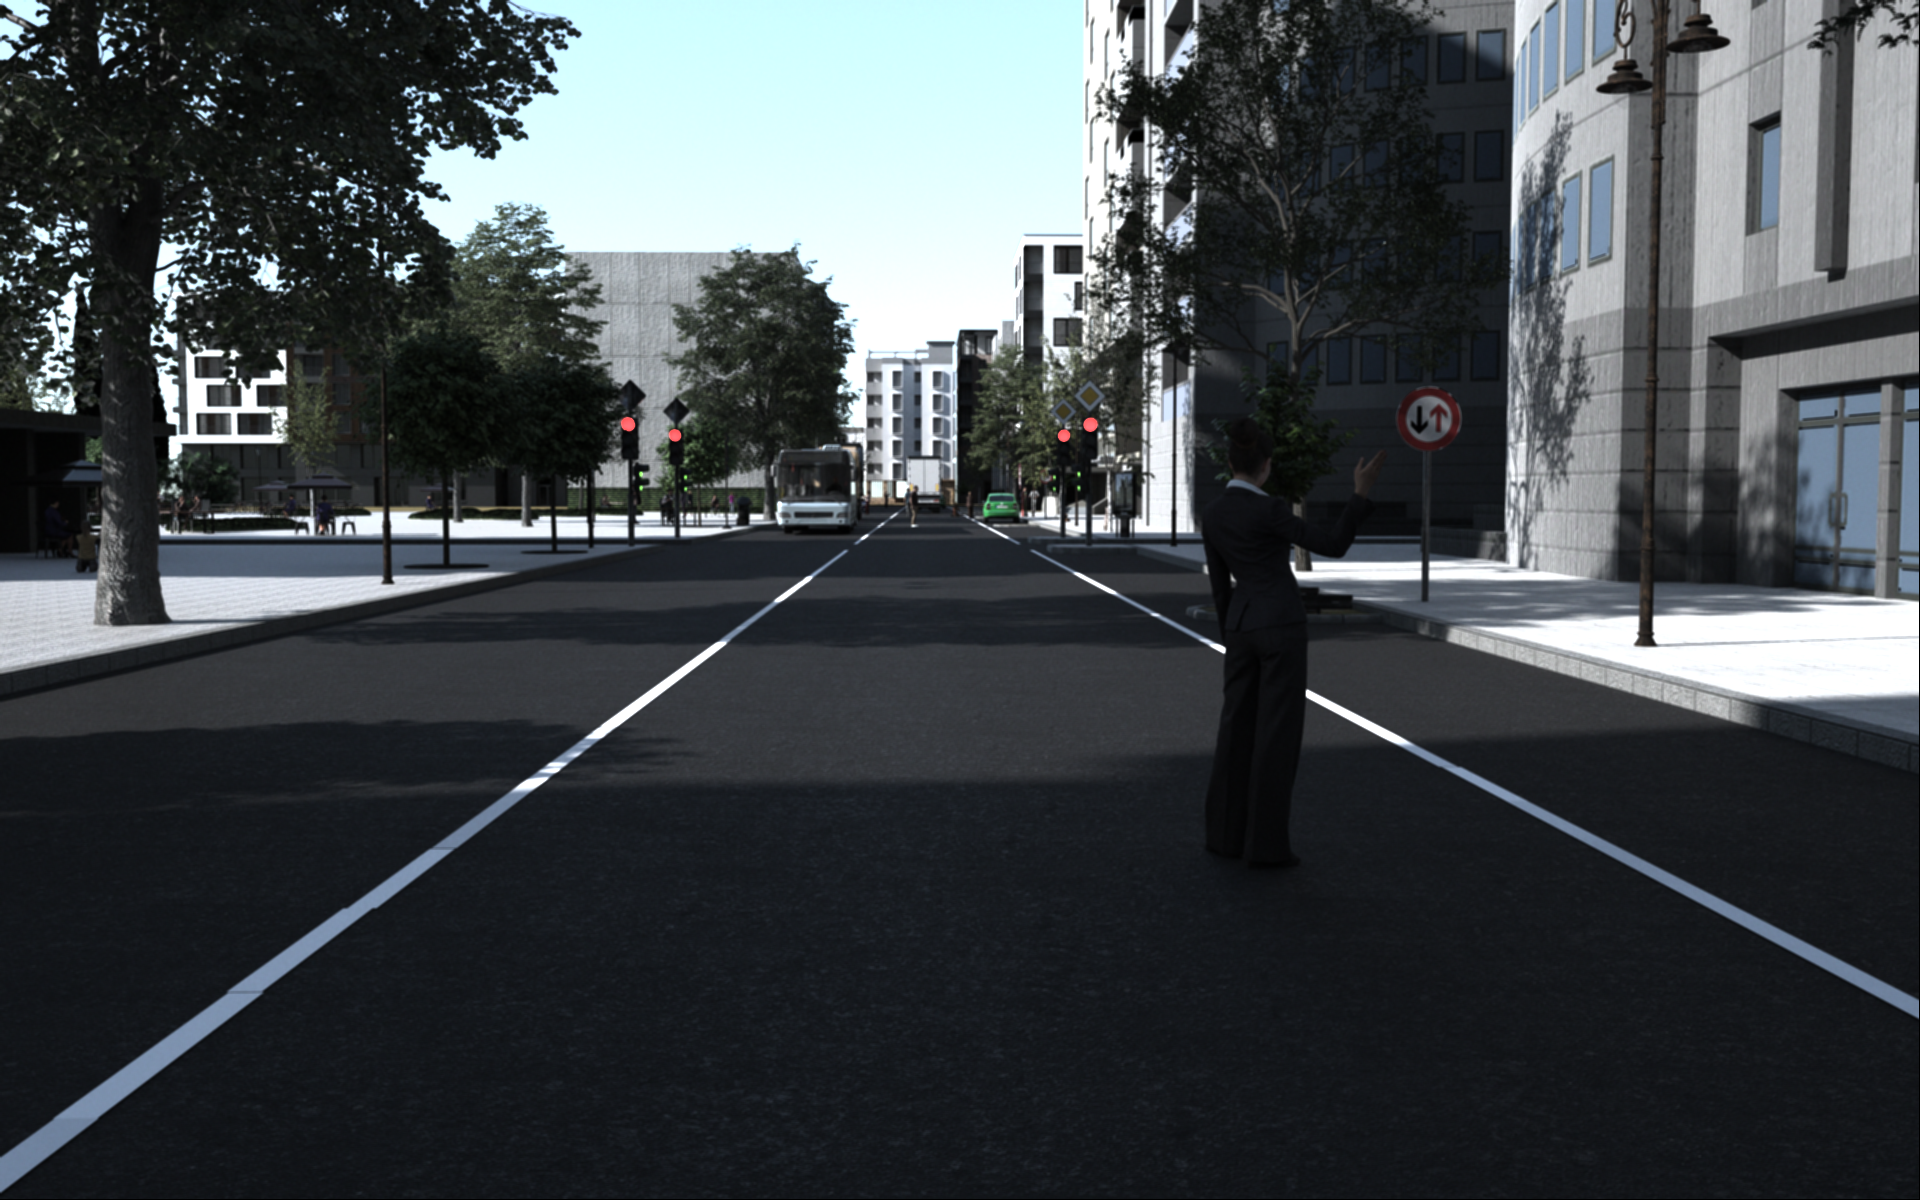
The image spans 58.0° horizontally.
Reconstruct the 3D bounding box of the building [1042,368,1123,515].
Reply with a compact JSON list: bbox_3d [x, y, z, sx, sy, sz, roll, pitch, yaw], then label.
[{"bbox_3d":[22.006,-25.813,113.923,32.217,40.220,23.993,0,4,-1],"label":"building"}]

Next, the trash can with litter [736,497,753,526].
[{"bbox_3d":[-8.817,-3.628,70.704,0.624,1.170,1.055,0,4,1],"label":"trash can with litter"}]

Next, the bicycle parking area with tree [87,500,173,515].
[{"bbox_3d":[-49.630,-6.967,100.907,8.231,4.147,9.016,1,4,16],"label":"bicycle parking area with tree"}]

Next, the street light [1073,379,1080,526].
[{"bbox_3d":[4.699,-5.921,69.595,0.468,5.910,1.993,0,4,-1],"label":"street light"}]

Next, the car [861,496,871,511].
[{"bbox_3d":[-7.714,-7.211,130.474,1.945,1.354,3.894,0,4,-3],"label":"car"}]

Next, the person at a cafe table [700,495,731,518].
[{"bbox_3d":[-13.473,-5.170,95.389,1.698,1.238,1.726,0,4,-8],"label":"person at a cafe table"}]

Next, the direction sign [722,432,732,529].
[{"bbox_3d":[-8.639,-4.410,64.100,0.379,3.537,0.876,0,4,-1],"label":"direction sign"}]

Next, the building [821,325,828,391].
[{"bbox_3d":[-20.448,-18.819,164.117,16.016,20.091,11.380,0,4,-1],"label":"building"}]

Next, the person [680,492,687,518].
[{"bbox_3d":[-14.942,-5.300,93.617,0.530,1.710,0.541,2,4,35],"label":"person"}]

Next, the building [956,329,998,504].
[{"bbox_3d":[16.022,-23.343,225.624,32.646,21.610,27.936,0,4,-1],"label":"building"}]

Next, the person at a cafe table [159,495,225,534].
[{"bbox_3d":[-25.054,-2.774,56.213,1.698,1.238,1.726,-3,5,-43],"label":"person at a cafe table"}]

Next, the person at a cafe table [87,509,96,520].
[{"bbox_3d":[-32.345,-3.150,62.365,1.698,1.238,1.726,3,5,43],"label":"person at a cafe table"}]

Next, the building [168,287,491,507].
[{"bbox_3d":[-63.121,-20.843,184.762,32.646,21.610,27.936,0,4,-1],"label":"building"}]

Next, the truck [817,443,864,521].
[{"bbox_3d":[-6.722,-6.600,96.821,2.839,4.237,11.283,0,4,-2],"label":"truck"}]

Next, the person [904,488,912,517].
[{"bbox_3d":[-3.195,-6.073,107.917,0.598,1.807,0.434,-1,4,-10],"label":"person"}]

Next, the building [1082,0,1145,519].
[{"bbox_3d":[20.839,-30.494,87.815,28.713,52.752,27.495,0,4,-1],"label":"building"}]

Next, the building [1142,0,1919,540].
[{"bbox_3d":[21.712,-31.733,60.832,28.212,58.520,21.231,0,4,-1],"label":"building"}]

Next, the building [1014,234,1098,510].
[{"bbox_3d":[18.563,-18.891,152.842,27.936,21.610,32.646,0,4,-1],"label":"building"}]

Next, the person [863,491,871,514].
[{"bbox_3d":[-6.611,-6.875,122.371,0.517,1.644,0.566,-3,5,-42],"label":"person"}]

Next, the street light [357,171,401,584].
[{"bbox_3d":[-8.163,-3.165,24.531,0.468,5.910,1.993,0,4,-1],"label":"street light"}]

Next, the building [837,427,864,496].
[{"bbox_3d":[-26.035,-16.792,216.702,28.070,9.664,9.099,0,4,-1],"label":"building"}]

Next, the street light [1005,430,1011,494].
[{"bbox_3d":[3.516,-9.344,125.561,0.468,5.910,1.993,0,4,-1],"label":"street light"}]

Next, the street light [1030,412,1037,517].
[{"bbox_3d":[4.137,-7.632,97.578,0.468,5.910,1.993,0,4,-1],"label":"street light"}]

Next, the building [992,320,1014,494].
[{"bbox_3d":[12.417,-19.471,184.809,16.747,18.905,31.486,0,4,-1],"label":"building"}]

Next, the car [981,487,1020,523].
[{"bbox_3d":[2.040,-4.720,85.973,1.959,1.807,4.718,0,4,0],"label":"car"}]

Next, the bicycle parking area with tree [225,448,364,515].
[{"bbox_3d":[-42.826,-7.562,110.639,9.016,4.147,8.231,2,4,31],"label":"bicycle parking area with tree"}]

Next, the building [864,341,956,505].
[{"bbox_3d":[-6.378,-22.224,219.785,11.380,20.091,16.016,0,4,-1],"label":"building"}]

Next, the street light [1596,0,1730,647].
[{"bbox_3d":[5.790,-2.548,14.450,0.468,5.910,1.993,0,4,-1],"label":"street light"}]

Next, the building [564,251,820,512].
[{"bbox_3d":[-20.701,-16.867,142.233,16.747,18.905,31.486,0,4,-1],"label":"building"}]

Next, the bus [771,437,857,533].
[{"bbox_3d":[-5.322,-4.342,65.850,2.948,3.499,13.247,0,4,-2],"label":"bus"}]

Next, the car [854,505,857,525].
[{"bbox_3d":[-5.593,-4.004,78.042,1.945,1.354,3.894,0,4,1],"label":"car"}]

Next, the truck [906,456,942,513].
[{"bbox_3d":[-2.727,-8.765,132.228,2.839,4.237,11.283,0,4,-1],"label":"truck"}]

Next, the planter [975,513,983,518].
[{"bbox_3d":[1.913,-5.058,103.840,1.991,0.319,1.994,0,4,-1],"label":"planter"}]

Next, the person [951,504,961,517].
[{"bbox_3d":[-0.187,-5.701,109.993,0.859,0.850,0.655,-3,5,-43],"label":"person"}]

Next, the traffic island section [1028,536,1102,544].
[{"bbox_3d":[3.042,-1.747,50.852,2.009,0.180,2.903,0,4,-1],"label":"traffic island section"}]

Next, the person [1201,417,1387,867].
[{"bbox_3d":[1.283,0.159,6.705,0.742,1.727,0.445,1,4,22],"label":"person"}]

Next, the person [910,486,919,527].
[{"bbox_3d":[-1.966,-4.119,75.977,0.434,1.807,0.598,2,4,35],"label":"person"}]

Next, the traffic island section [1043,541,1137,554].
[{"bbox_3d":[3.212,-1.259,42.869,2.009,0.180,2.903,0,4,-1],"label":"traffic island section"}]

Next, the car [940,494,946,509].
[{"bbox_3d":[-2.323,-9.879,170.311,1.959,1.807,4.718,0,3,0],"label":"car"}]

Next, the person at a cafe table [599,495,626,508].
[{"bbox_3d":[-22.729,-6.277,113.483,1.726,1.238,1.698,0,4,-4],"label":"person at a cafe table"}]

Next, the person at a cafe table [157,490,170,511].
[{"bbox_3d":[-48.862,-5.970,106.130,1.622,1.524,1.698,1,4,22],"label":"person at a cafe table"}]

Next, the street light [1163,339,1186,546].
[{"bbox_3d":[5.260,-4.260,42.434,0.468,5.910,1.993,0,4,-1],"label":"street light"}]

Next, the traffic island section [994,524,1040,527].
[{"bbox_3d":[2.489,-3.292,76.683,1.991,0.108,1.994,0,4,-1],"label":"traffic island section"}]

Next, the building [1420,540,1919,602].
[{"bbox_3d":[20.024,-29.582,25.657,21.231,58.520,28.212,0,4,-1],"label":"building"}]

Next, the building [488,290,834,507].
[{"bbox_3d":[-30.052,-20.853,184.923,32.646,21.610,27.936,0,4,-1],"label":"building"}]

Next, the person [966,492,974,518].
[{"bbox_3d":[0.593,-5.668,103.448,0.482,1.546,0.388,0,4,3],"label":"person"}]

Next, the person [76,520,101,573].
[{"bbox_3d":[-14.377,-0.894,28.579,0.347,0.859,0.695,-1,4,-15],"label":"person"}]

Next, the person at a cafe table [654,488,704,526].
[{"bbox_3d":[-11.540,-3.763,70.035,1.698,1.524,1.622,-3,5,-43],"label":"person at a cafe table"}]

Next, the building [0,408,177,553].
[{"bbox_3d":[-33.480,-22.986,30.444,28.867,44.769,22.147,0,4,-1],"label":"building"}]
